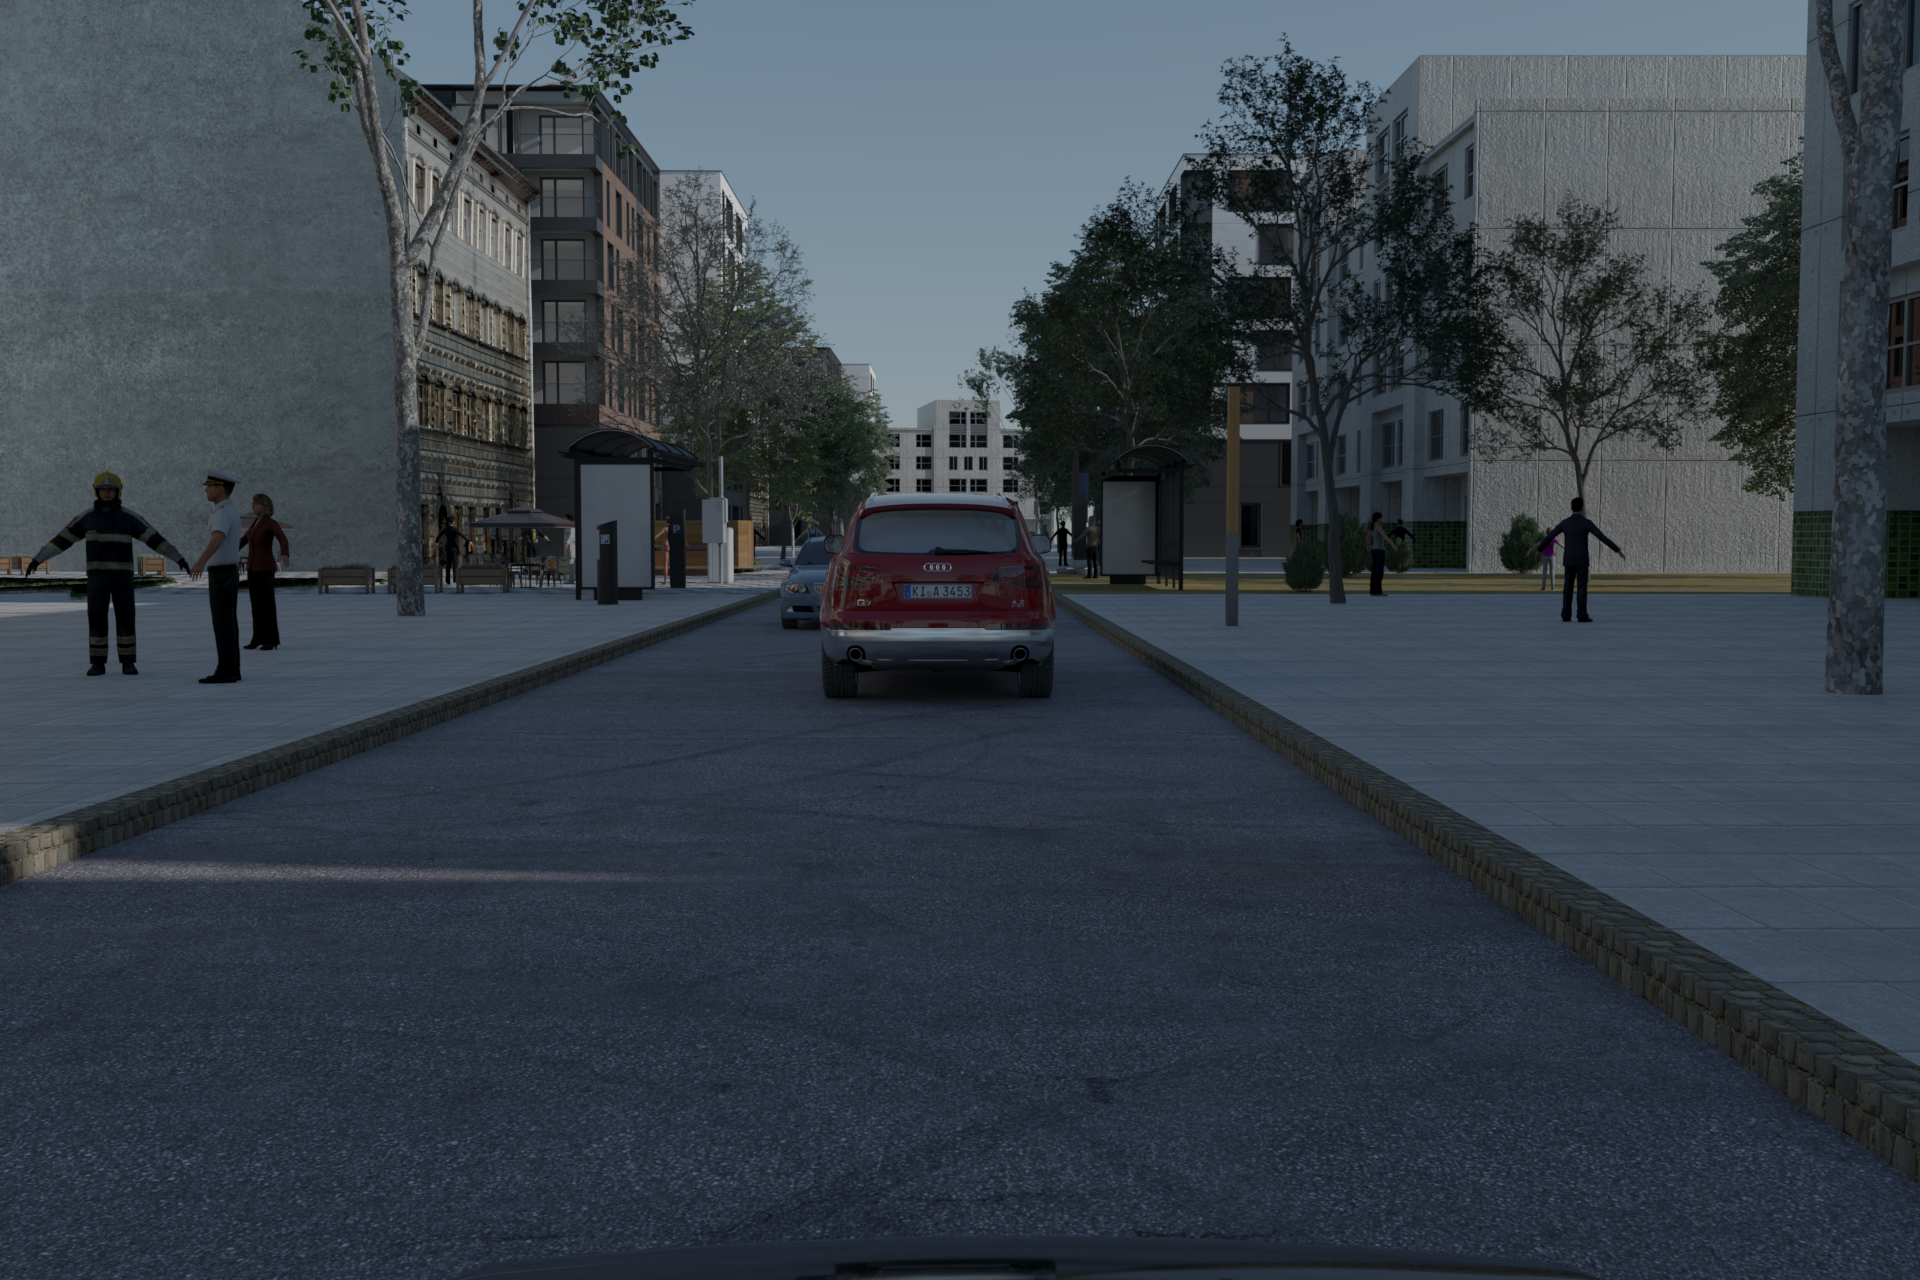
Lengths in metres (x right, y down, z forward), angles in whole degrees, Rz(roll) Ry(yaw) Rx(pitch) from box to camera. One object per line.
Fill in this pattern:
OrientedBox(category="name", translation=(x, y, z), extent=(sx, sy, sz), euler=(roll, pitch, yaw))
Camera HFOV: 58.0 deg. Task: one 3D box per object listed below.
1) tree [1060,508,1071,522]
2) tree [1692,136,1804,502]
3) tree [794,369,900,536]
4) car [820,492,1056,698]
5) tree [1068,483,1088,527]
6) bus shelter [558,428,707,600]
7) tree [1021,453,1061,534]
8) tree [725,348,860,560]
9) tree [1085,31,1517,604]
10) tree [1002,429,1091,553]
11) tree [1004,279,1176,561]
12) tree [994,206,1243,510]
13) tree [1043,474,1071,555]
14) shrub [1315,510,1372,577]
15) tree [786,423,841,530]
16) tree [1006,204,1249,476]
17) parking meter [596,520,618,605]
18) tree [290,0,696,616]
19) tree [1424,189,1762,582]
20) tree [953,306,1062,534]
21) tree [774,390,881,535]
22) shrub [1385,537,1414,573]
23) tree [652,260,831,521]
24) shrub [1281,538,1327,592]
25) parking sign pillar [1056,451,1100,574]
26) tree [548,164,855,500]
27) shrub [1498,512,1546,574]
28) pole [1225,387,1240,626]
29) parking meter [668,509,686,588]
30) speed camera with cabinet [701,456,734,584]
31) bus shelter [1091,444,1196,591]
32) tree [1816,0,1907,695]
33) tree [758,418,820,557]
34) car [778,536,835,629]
OrientedBox(category="tree", translation=(15.286, -17.293, 233.101), extent=(4.737, 8.622, 4.395), euler=(0, 3, 0))
OrientedBox(category="tree", translation=(26.371, -8.795, 50.457), extent=(9.857, 13.997, 8.962), euler=(0, 3, 0))
OrientedBox(category="tree", translation=(-9.207, -13.796, 132.228), extent=(9.857, 13.997, 8.962), euler=(0, 3, 0))
OrientedBox(category="car", translation=(-0.217, -0.490, 16.684), extent=(2.281, 1.827, 5.304), euler=(0, 4, -1))
OrientedBox(category="tree", translation=(6.120, -8.688, 92.405), extent=(4.360, 8.622, 3.978), euler=(0, 3, 0))
OrientedBox(category="bus shelter", translation=(-6.682, -2.575, 36.021), extent=(2.014, 3.302, 5.546), euler=(0, 4, 1))
OrientedBox(category="tree", translation=(5.571, -10.601, 123.687), extent=(4.360, 8.622, 3.978), euler=(0, 3, 0))
OrientedBox(category="tree", translation=(-8.480, -9.271, 85.996), extent=(7.601, 10.594, 8.767), euler=(-1, 4, -15))
OrientedBox(category="tree", translation=(6.825, -5.970, 32.017), extent=(8.767, 10.594, 7.601), euler=(-2, 4, -32))
OrientedBox(category="tree", translation=(6.332, -11.123, 116.270), extent=(7.601, 10.594, 8.767), euler=(0, 4, -6))
OrientedBox(category="tree", translation=(6.713, -10.784, 82.981), extent=(9.857, 13.997, 8.962), euler=(0, 3, 0))
OrientedBox(category="tree", translation=(6.390, -9.844, 67.607), extent=(9.857, 13.997, 8.962), euler=(0, 3, 0))
OrientedBox(category="tree", translation=(5.967, -9.401, 104.069), extent=(4.360, 8.622, 3.978), euler=(0, 3, 0))
OrientedBox(category="shrub", translation=(11.422, -2.874, 51.417), extent=(1.690, 2.028, 1.600), euler=(0, 3, 0))
OrientedBox(category="tree", translation=(-8.748, -9.246, 101.539), extent=(4.737, 8.622, 4.395), euler=(0, 3, 0))
OrientedBox(category="tree", translation=(4.725, -7.040, 49.514), extent=(7.601, 10.594, 8.767), euler=(1, 4, 11))
OrientedBox(category="parking meter", translation=(-6.422, -1.414, 31.533), extent=(0.372, 1.533, 0.369), euler=(0, 3, 0))
OrientedBox(category="tree", translation=(-7.484, -10.388, 25.736), extent=(12.611, 20.169, 13.585), euler=(0, 3, 0))
OrientedBox(category="tree", translation=(16.742, -6.834, 46.156), extent=(8.767, 10.594, 7.601), euler=(1, 4, 10))
OrientedBox(category="tree", translation=(5.736, -17.348, 139.531), extent=(12.611, 20.169, 13.585), euler=(0, 3, 0))
OrientedBox(category="tree", translation=(-8.843, -11.720, 117.376), extent=(9.928, 11.665, 9.643), euler=(0, 3, 0))
OrientedBox(category="shrub", translation=(14.383, -2.789, 56.723), extent=(1.383, 1.207, 1.383), euler=(0, 3, 0))
OrientedBox(category="tree", translation=(-9.354, -9.419, 72.125), extent=(7.486, 12.596, 7.792), euler=(0, 3, 0))
OrientedBox(category="shrub", translation=(7.605, -1.661, 38.266), extent=(1.383, 1.207, 1.383), euler=(0, 3, 0))
OrientedBox(category="parking sign pillar", translation=(3.821, -4.105, 55.595), extent=(1.447, 3.967, 1.447), euler=(0, 4, 0))
OrientedBox(category="tree", translation=(-8.624, -9.071, 58.677), extent=(12.009, 13.543, 11.850), euler=(0, 3, 0))
OrientedBox(category="shrub", translation=(18.190, -3.152, 55.955), extent=(1.690, 2.028, 1.600), euler=(0, 3, 0))
OrientedBox(category="pole", translation=(3.798, -1.851, 24.112), extent=(0.158, 3.312, 0.155), euler=(0, 3, 0))
OrientedBox(category="parking meter", translation=(-6.715, -2.163, 41.071), extent=(0.399, 1.863, 0.255), euler=(0, 4, -1))
OrientedBox(category="speed camera with cabinet", translation=(-6.284, -3.091, 44.880), extent=(0.660, 3.252, 2.038), euler=(0, 4, -1))
OrientedBox(category="bus shelter", translation=(4.336, -2.924, 41.725), extent=(2.014, 3.302, 5.546), euler=(0, 4, 1))
OrientedBox(category="tree", translation=(8.655, -9.609, 12.997), extent=(12.611, 20.169, 13.585), euler=(0, 3, 0))
OrientedBox(category="tree", translation=(-9.309, -8.890, 95.706), extent=(4.737, 8.622, 4.395), euler=(0, 3, 0))
OrientedBox(category="car", translation=(-1.853, -0.962, 27.728), extent=(2.014, 1.417, 4.499), euler=(0, 4, -1))
